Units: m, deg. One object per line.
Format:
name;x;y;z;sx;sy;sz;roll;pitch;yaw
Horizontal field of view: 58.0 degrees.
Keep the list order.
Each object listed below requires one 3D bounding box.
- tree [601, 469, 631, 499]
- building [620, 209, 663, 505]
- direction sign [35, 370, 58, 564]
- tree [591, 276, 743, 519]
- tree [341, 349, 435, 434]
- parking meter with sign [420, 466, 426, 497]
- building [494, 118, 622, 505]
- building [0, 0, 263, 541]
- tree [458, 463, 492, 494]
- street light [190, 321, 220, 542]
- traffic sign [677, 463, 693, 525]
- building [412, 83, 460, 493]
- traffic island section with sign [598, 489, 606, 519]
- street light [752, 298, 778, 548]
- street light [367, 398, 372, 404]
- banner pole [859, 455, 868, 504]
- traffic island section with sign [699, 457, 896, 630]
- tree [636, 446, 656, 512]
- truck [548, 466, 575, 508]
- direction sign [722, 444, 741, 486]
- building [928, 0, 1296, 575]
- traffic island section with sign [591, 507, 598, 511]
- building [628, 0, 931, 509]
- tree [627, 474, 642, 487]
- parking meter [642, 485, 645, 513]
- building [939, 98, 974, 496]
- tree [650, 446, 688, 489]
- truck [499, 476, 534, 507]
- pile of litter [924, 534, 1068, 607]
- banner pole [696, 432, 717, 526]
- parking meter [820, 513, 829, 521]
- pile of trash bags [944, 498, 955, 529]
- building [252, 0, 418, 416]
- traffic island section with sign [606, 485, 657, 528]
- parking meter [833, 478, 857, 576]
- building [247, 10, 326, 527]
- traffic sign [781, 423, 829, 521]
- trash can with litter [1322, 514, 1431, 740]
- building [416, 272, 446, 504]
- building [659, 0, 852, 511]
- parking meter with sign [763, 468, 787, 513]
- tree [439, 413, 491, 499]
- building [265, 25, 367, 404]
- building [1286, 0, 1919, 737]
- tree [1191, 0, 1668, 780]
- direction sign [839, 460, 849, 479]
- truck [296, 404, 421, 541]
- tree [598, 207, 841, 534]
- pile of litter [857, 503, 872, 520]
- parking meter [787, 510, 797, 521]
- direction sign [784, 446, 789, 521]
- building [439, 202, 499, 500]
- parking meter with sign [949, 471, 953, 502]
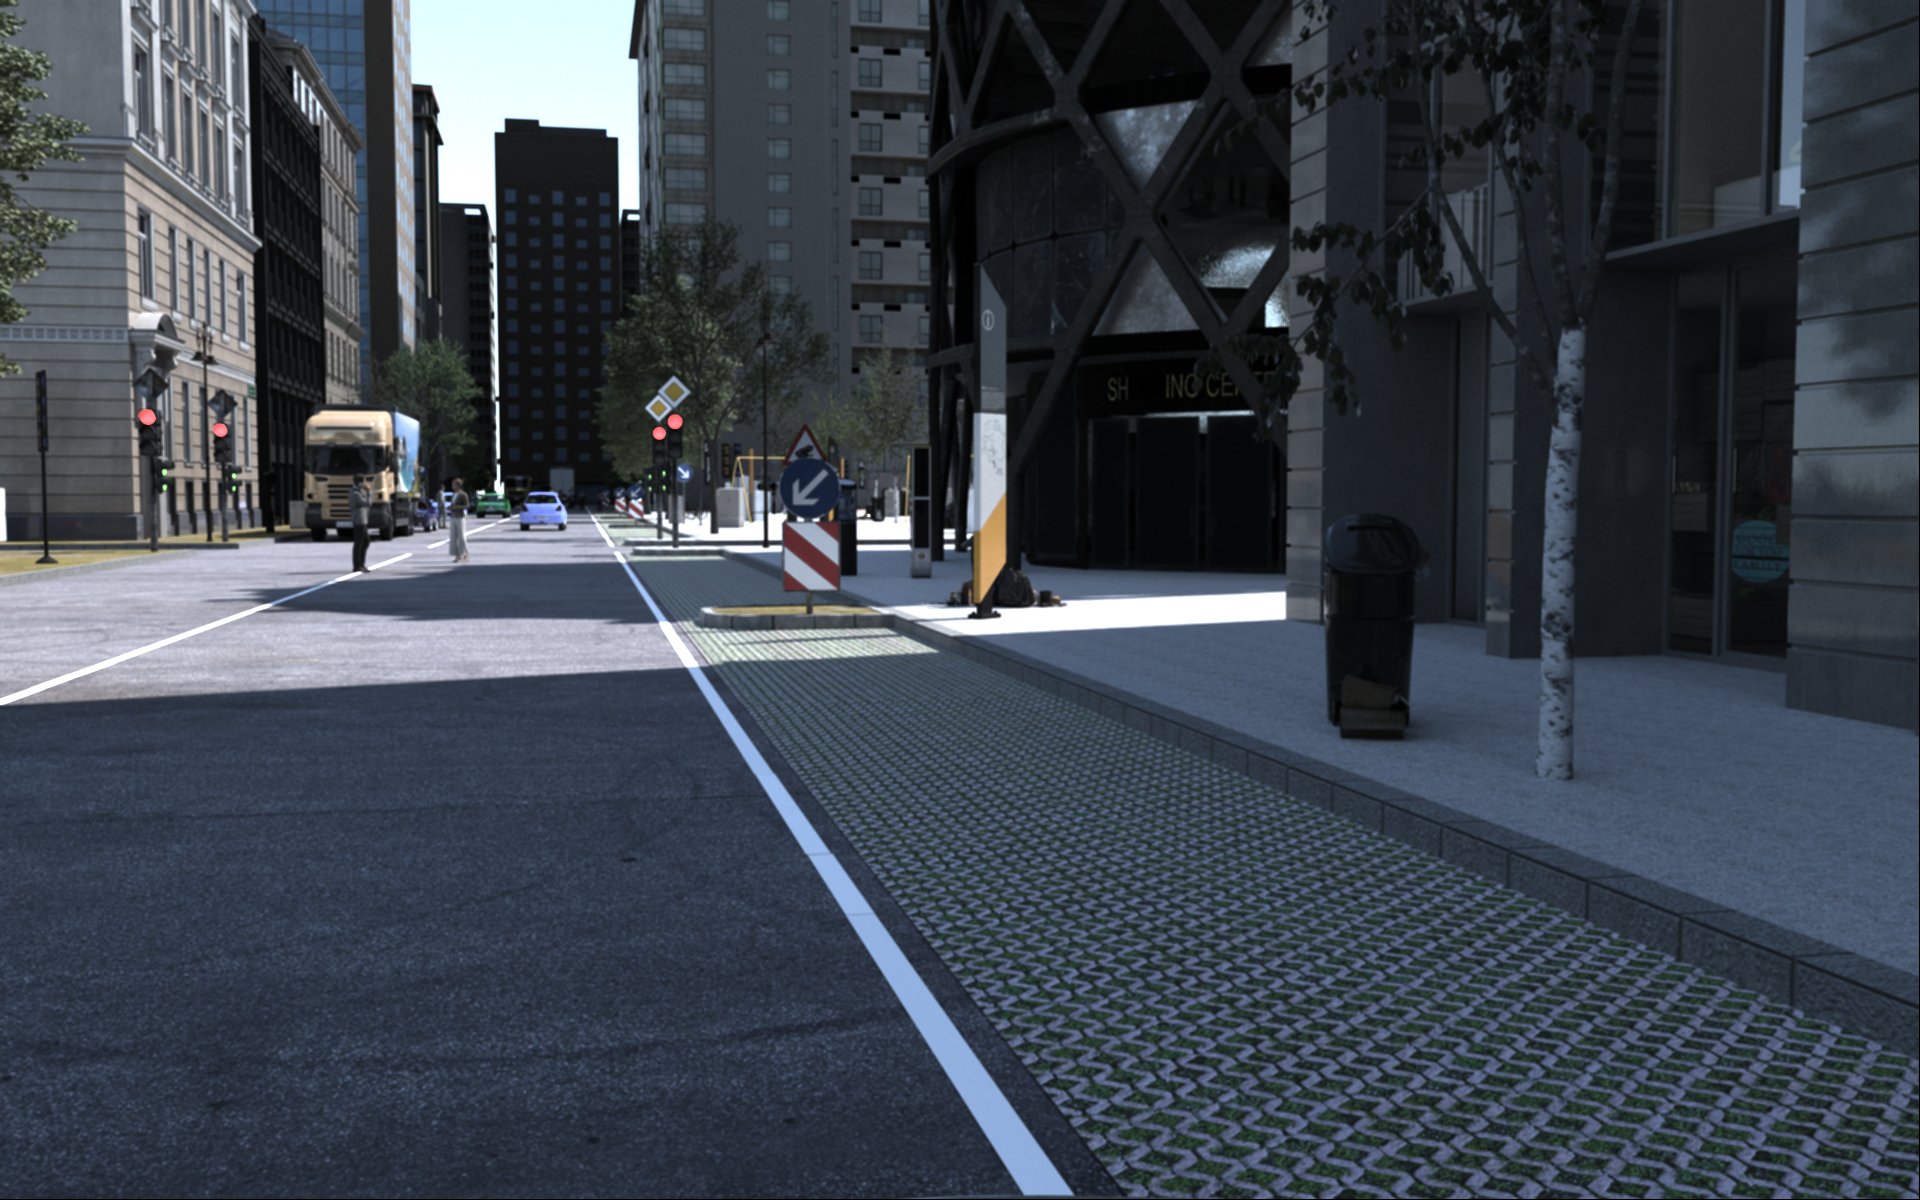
tree;-39.317;-13.114;198.131;4.285;4.588;4.351;0;3;0
building;-32.062;-32.555;224.154;23.993;40.220;32.217;-1;4;-12
direction sign;-16.934;-2.447;32.006;0.379;3.537;0.876;-3;4;-37
tree;-14.613;-10.467;89.265;7.486;12.596;7.792;0;3;0
tree;-29.117;-8.413;87.908;4.360;8.622;3.978;0;3;0
parking meter with sign;-33.610;-6.824;107.838;0.543;3.016;1.738;-1;4;-13
building;-48.663;-34.283;210.632;14.200;45.320;14.600;-1;4;-12
building;-30.908;-16.467;55.136;13.634;28.700;20.117;-1;4;-12
tree;-54.383;-12.936;195.210;4.285;4.588;4.351;0;3;0
street light;-20.209;-4.507;46.473;0.468;5.910;1.993;-1;4;-12
traffic sign;-11.521;-4.412;72.246;0.768;2.556;0.104;-1;4;-10
building;-66.449;-31.988;177.632;28.867;44.769;22.147;-1;4;-12
traffic island section with sign;-19.675;-5.569;99.681;1.989;1.847;2.006;-1;4;-12
street light;-4.624;-4.179;41.122;0.468;5.910;1.993;-1;4;-12
street light;-28.421;-6.774;83.551;0.468;5.910;1.993;-1;4;-12
banner pole;-6.099;-7.370;110.510;0.863;3.779;0.401;1;4;18
traffic island section with sign;-1.858;-0.641;19.115;1.989;1.847;2.006;-1;4;-12
tree;-22.199;-10.651;124.514;4.360;8.622;3.978;0;3;0
truck;-41.738;-11.787;181.628;2.839;4.237;11.283;-1;4;-13
direction sign;-10.280;-5.258;77.973;0.876;3.537;0.379;0;4;-1
building;7.561;-10.147;33.360;16.820;18.784;16.811;-1;4;-12
traffic island section with sign;-30.422;-8.543;148.306;1.989;1.847;2.006;-1;4;-12
building;-19.984;-36.381;184.068;28.713;52.752;27.495;-1;4;-12
tree;-26.750;-9.110;143.553;1.663;3.219;1.824;0;3;0
parking meter;-20.860;-6.666;114.696;0.399;1.863;0.255;-3;5;-44
building;-13.962;-34.743;157.291;28.713;52.752;27.495;-1;4;-12
tree;-20.412;-10.286;118.546;4.737;8.622;4.395;0;3;0
truck;-46.758;-11.471;183.466;3.469;3.379;9.791;-1;4;-11
pile of litter;0.411;-0.376;20.109;1.719;0.858;1.176;3;5;43
banner pole;-10.286;-4.900;70.136;0.863;3.779;0.401;0;4;-3
parking meter;-6.006;-4.371;77.177;0.399;1.863;0.255;-3;5;-43
pile of trash bags;0.756;-3.341;64.374;3.447;1.369;1.912;-1;4;-16
building;-46.947;-28.994;124.158;14.600;45.320;14.200;-1;4;-12
traffic island section with sign;-13.861;-3.959;73.358;1.989;1.847;2.006;-1;4;-12
parking meter;-1.811;-1.156;27.305;0.372;1.533;0.369;0;3;0
building;-34.425;-14.876;72.898;12.332;23.373;15.834;-1;4;-12
traffic sign;-2.848;-1.953;31.929;0.884;2.594;0.081;-1;4;-12
trash can with litter;2.298;0.120;9.433;0.624;1.170;1.055;1;4;8
building;-58.472;-18.317;144.519;27.650;21.520;28.899;-1;4;-12
building;-16.286;-27.621;135.199;14.154;41.232;14.086;-1;4;-12
parking meter with sign;-12.252;-7.289;115.431;1.738;3.016;0.543;-1;4;-13
tree;-46.875;-13.123;164.925;4.737;8.622;4.395;0;3;0
building;-39.545;-18.062;92.572;12.463;27.353;25.104;-1;4;-12
building;11.759;-13.831;3.625;11.434;29.767;29.804;-1;4;-12
tree;2.631;-3.513;7.808;4.360;8.622;3.978;0;3;0
direction sign;-7.843;-7.644;116.980;0.876;3.537;0.379;3;4;38
truck;-19.335;-4.121;56.293;2.839;4.237;11.283;-1;4;-12
tree;-7.832;-7.420;55.737;8.767;10.594;7.601;0;4;6
pile of litter;-4.679;-4.414;86.126;1.176;0.858;1.719;-1;4;-15
parking meter;-6.165;-3.376;63.608;0.372;1.533;0.369;0;3;0
direction sign;-8.112;-5.472;81.458;0.379;3.537;0.876;0;4;5
building;-70.218;-32.038;215.710;23.993;40.220;32.217;-1;4;-12
parking meter with sign;-0.178;-6.119;96.303;0.543;3.016;1.738;1;4;12
